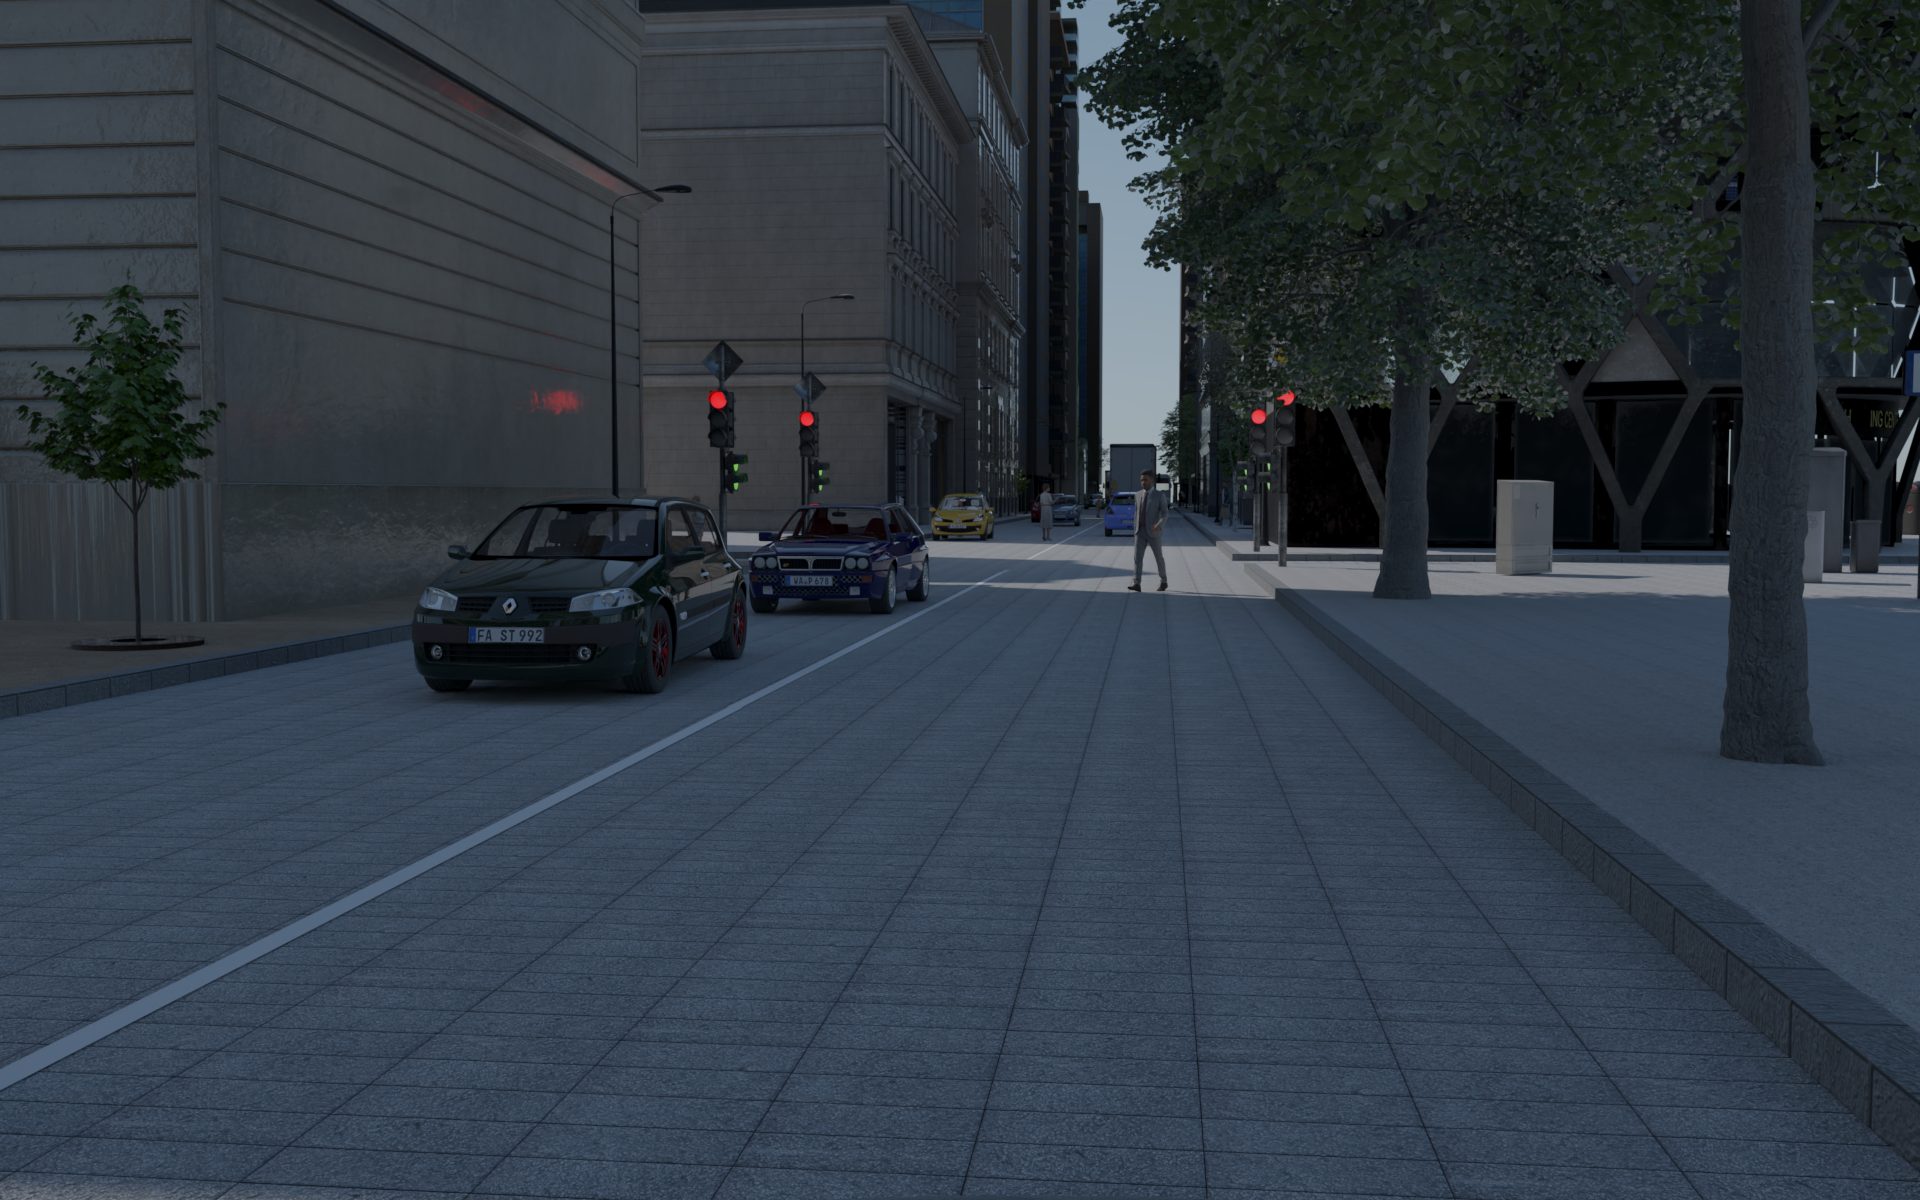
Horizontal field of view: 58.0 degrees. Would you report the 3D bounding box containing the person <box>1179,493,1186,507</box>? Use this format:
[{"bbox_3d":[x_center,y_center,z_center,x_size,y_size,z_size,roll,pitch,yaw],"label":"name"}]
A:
[{"bbox_3d":[21.894,-9.811,169.642,0.799,1.438,0.628,1,4,9],"label":"person"}]

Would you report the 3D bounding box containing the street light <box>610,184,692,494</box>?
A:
[{"bbox_3d":[-4.708,-3.281,26.188,1.470,5.913,1.316,0,4,6],"label":"street light"}]

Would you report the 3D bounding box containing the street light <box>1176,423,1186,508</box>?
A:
[{"bbox_3d":[15.000,-8.583,112.878,1.470,5.913,1.316,0,4,6],"label":"street light"}]

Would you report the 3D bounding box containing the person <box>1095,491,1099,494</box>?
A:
[{"bbox_3d":[18.841,-14.136,238.097,0.756,1.711,0.436,0,4,6],"label":"person"}]

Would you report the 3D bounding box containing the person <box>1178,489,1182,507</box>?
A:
[{"bbox_3d":[22.015,-10.174,172.935,0.434,1.755,0.990,2,4,26],"label":"person"}]

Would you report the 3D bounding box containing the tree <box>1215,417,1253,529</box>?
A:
[{"bbox_3d":[10.907,-4.904,63.893,4.285,4.588,4.351,0,3,0],"label":"tree"}]

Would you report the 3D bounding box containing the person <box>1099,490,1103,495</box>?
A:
[{"bbox_3d":[20.180,-14.822,248.252,0.709,1.838,0.599,0,4,-1],"label":"person"}]

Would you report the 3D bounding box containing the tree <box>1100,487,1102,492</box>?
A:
[{"bbox_3d":[21.133,-16.854,270.164,1.663,3.219,1.824,0,3,0],"label":"tree"}]

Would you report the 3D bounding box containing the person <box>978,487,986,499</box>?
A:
[{"bbox_3d":[0.920,-4.293,78.047,0.330,1.601,0.589,3,5,41],"label":"person"}]

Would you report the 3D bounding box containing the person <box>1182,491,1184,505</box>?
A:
[{"bbox_3d":[26.057,-12.042,203.747,0.721,1.723,1.217,3,5,41],"label":"person"}]

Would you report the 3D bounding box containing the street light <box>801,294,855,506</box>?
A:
[{"bbox_3d":[-3.136,-4.153,40.435,1.470,5.913,1.316,0,4,6],"label":"street light"}]

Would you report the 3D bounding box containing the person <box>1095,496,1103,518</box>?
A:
[{"bbox_3d":[8.297,-5.538,103.312,0.475,1.303,0.640,-2,4,-26],"label":"person"}]

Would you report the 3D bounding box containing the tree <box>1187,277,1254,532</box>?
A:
[{"bbox_3d":[9.435,-6.609,58.425,4.360,8.622,3.978,0,3,0],"label":"tree"}]

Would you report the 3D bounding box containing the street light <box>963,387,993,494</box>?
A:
[{"bbox_3d":[0.736,-6.267,75.008,1.470,5.913,1.316,0,4,6],"label":"street light"}]

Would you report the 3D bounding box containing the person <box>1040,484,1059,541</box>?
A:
[{"bbox_3d":[2.734,-2.699,53.201,0.524,1.755,0.480,-3,5,-44],"label":"person"}]

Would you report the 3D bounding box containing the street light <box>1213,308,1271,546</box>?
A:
[{"bbox_3d":[6.961,-4.288,42.654,1.470,5.913,1.316,0,4,6],"label":"street light"}]

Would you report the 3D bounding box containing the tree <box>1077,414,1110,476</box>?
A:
[{"bbox_3d":[12.933,-15.738,191.733,8.767,10.594,7.601,-1,4,-16],"label":"tree"}]

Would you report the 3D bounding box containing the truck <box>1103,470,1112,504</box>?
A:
[{"bbox_3d":[18.447,-13.271,205.895,2.839,4.237,11.283,0,4,5],"label":"truck"}]

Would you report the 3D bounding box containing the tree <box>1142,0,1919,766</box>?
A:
[{"bbox_3d":[3.557,-5.488,7.856,7.486,12.596,7.792,0,3,0],"label":"tree"}]

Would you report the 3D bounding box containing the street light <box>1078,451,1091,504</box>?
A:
[{"bbox_3d":[13.240,-12.971,184.622,1.470,5.913,1.316,0,4,6],"label":"street light"}]

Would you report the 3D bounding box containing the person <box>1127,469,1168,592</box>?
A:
[{"bbox_3d":[2.784,-1.016,25.381,0.678,1.792,0.850,3,4,38],"label":"person"}]

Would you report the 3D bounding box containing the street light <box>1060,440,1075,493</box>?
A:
[{"bbox_3d":[9.254,-10.858,150.063,1.470,5.913,1.316,0,4,6],"label":"street light"}]

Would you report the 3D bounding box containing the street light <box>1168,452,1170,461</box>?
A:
[{"bbox_3d":[25.065,-14.020,201.767,1.470,5.913,1.316,0,4,6],"label":"street light"}]

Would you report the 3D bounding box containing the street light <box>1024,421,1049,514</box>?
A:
[{"bbox_3d":[4.734,-8.402,109.920,1.470,5.913,1.316,0,4,6],"label":"street light"}]

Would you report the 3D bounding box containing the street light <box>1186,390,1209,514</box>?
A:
[{"bbox_3d":[10.956,-6.405,77.260,1.470,5.913,1.316,0,4,6],"label":"street light"}]

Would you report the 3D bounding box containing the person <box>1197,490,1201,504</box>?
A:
[{"bbox_3d":[15.933,-6.645,114.565,0.599,1.838,0.709,-3,4,-36],"label":"person"}]

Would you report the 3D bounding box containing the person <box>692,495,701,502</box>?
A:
[{"bbox_3d":[-5.936,-1.758,39.464,0.332,1.250,0.352,1,4,19],"label":"person"}]

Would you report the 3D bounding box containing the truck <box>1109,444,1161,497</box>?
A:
[{"bbox_3d":[10.264,-6.896,101.666,2.839,4.237,11.283,0,4,8],"label":"truck"}]

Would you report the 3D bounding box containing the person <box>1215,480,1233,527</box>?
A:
[{"bbox_3d":[10.369,-3.768,67.627,0.713,1.824,0.794,-1,4,-10],"label":"person"}]

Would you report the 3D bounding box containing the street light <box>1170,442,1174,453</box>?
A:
[{"bbox_3d":[19.654,-11.113,154.234,1.470,5.913,1.316,0,4,6],"label":"street light"}]

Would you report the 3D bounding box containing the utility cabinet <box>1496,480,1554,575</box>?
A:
[{"bbox_3d":[8.998,-1.154,27.545,1.173,1.500,0.318,-3,5,-41],"label":"utility cabinet"}]

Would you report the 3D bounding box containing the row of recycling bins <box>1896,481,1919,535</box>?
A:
[{"bbox_3d":[29.803,-2.909,54.671,1.069,1.692,3.534,-2,4,-29],"label":"row of recycling bins"}]

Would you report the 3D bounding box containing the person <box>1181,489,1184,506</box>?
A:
[{"bbox_3d":[23.516,-10.829,183.100,0.705,1.824,1.348,-1,4,-11],"label":"person"}]

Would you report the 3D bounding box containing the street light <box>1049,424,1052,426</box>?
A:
[{"bbox_3d":[5.392,-8.743,115.489,1.470,5.913,1.316,0,4,6],"label":"street light"}]
